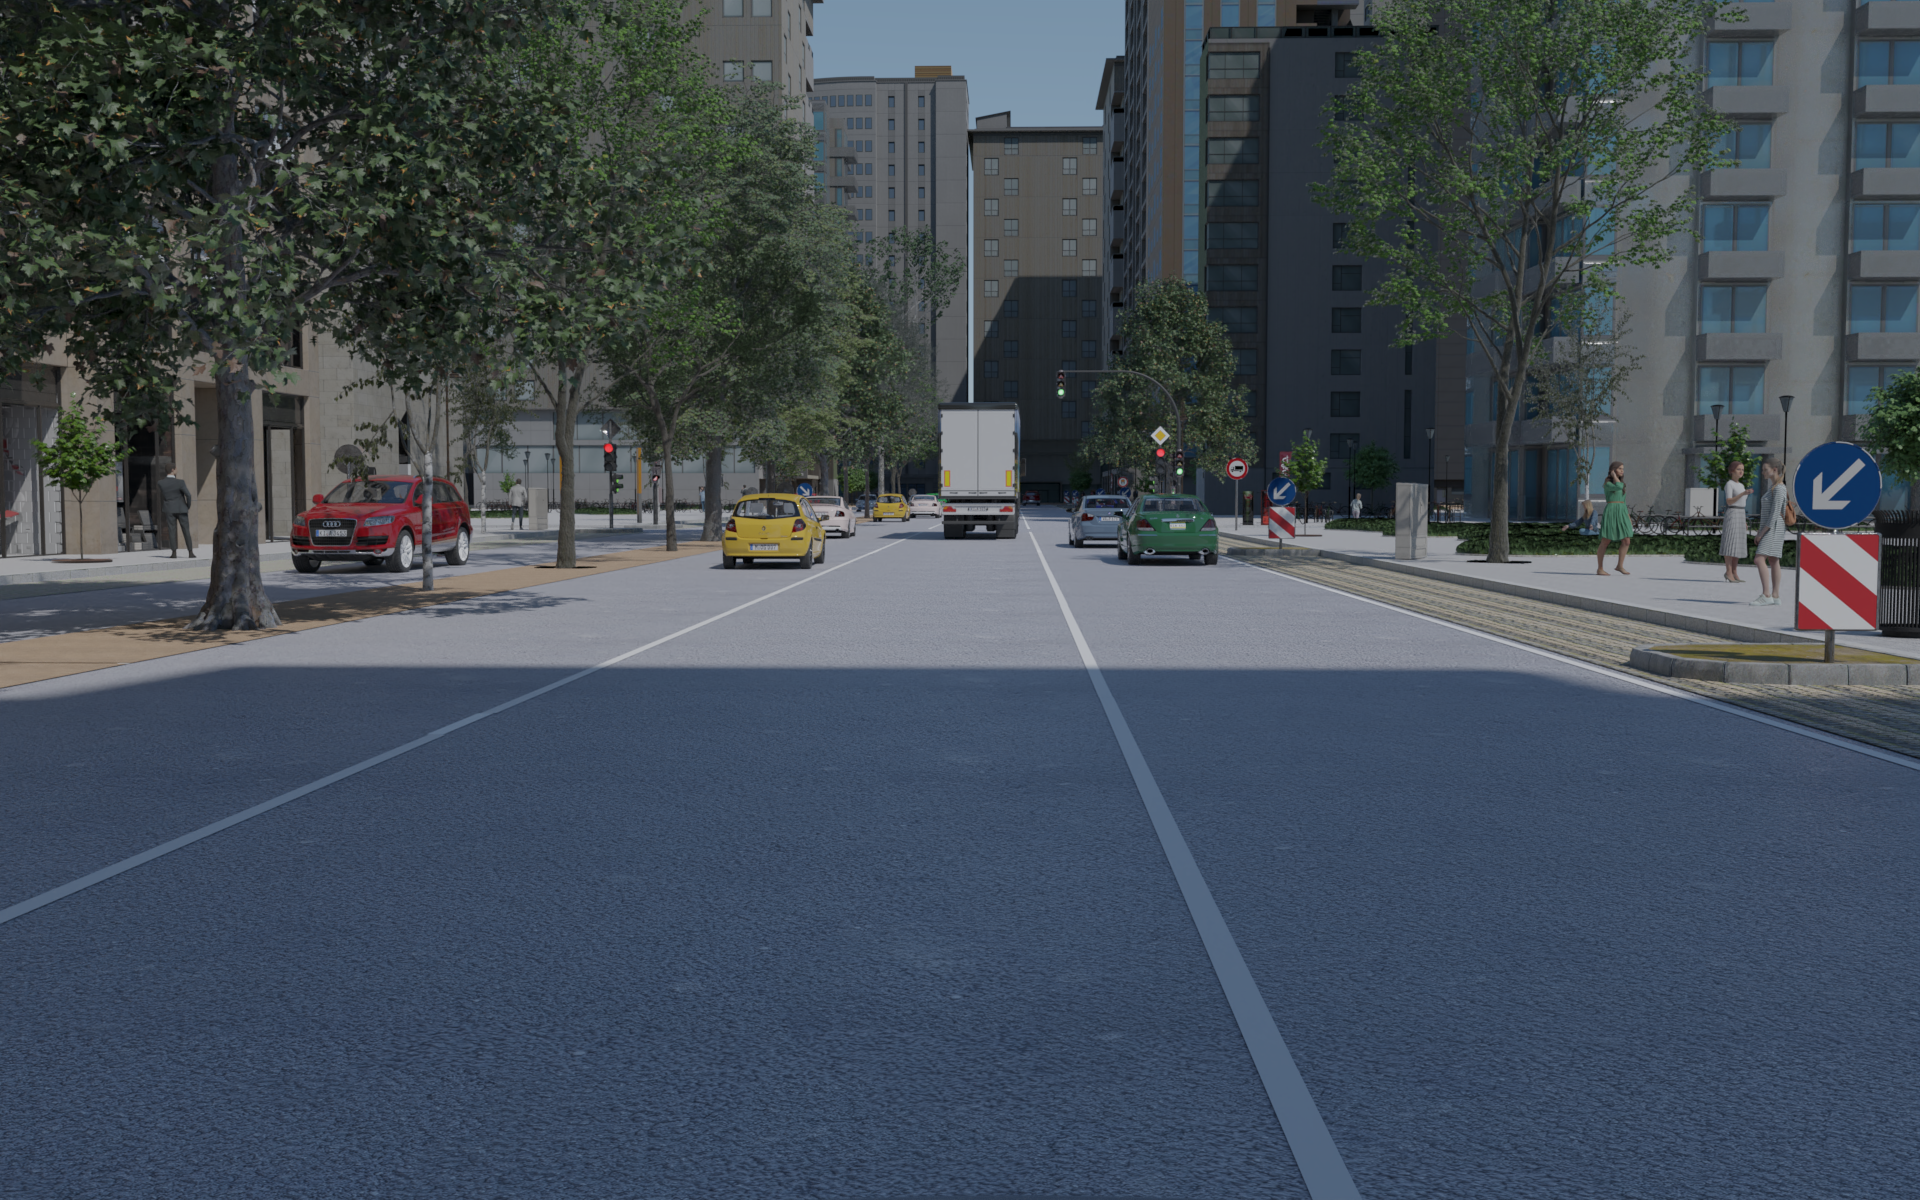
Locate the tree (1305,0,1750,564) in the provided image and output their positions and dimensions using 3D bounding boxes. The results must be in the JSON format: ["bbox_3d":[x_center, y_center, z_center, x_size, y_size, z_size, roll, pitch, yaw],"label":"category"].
[{"bbox_3d":[10.179,-6.487,31.822,9.928,11.665,9.643,0,3,0],"label":"tree"}]

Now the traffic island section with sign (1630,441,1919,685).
[{"bbox_3d":[6.528,-0.319,13.840,1.989,1.847,2.006,0,4,2],"label":"traffic island section with sign"}]

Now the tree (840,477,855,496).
[{"bbox_3d":[-11.927,-11.518,182.916,1.663,3.219,1.824,0,3,0],"label":"tree"}]

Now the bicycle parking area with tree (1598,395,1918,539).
[{"bbox_3d":[24.322,-4.039,53.040,9.016,4.147,8.231,1,4,16],"label":"bicycle parking area with tree"}]

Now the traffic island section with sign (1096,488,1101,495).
[{"bbox_3d":[9.870,-7.016,123.344,1.989,1.847,2.006,0,4,2],"label":"traffic island section with sign"}]

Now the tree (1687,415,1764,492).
[{"bbox_3d":[18.917,-2.919,42.325,1.663,3.219,1.824,0,3,0],"label":"tree"}]

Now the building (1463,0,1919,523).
[{"bbox_3d":[40.301,-28.411,84.127,30.456,49.044,23.786,0,4,2],"label":"building"}]

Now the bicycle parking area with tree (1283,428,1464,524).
[{"bbox_3d":[17.689,-5.392,75.156,8.231,4.147,9.016,1,4,21],"label":"bicycle parking area with tree"}]

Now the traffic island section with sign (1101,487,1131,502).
[{"bbox_3d":[9.046,-5.368,96.401,1.989,1.847,2.006,0,4,2],"label":"traffic island section with sign"}]

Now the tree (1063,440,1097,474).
[{"bbox_3d":[15.759,-16.765,224.465,4.737,8.622,4.395,0,3,0],"label":"tree"}]

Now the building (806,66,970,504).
[{"bbox_3d":[-12.868,-42.813,241.999,28.212,58.520,21.231,0,4,2],"label":"building"}]

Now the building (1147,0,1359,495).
[{"bbox_3d":[21.823,-29.514,132.658,14.600,45.320,14.200,0,4,2],"label":"building"}]

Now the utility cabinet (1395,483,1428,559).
[{"bbox_3d":[8.926,-1.559,34.174,0.318,1.500,1.173,2,4,31],"label":"utility cabinet"}]

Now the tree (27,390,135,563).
[{"bbox_3d":[-16.611,-2.313,32.415,1.663,3.219,1.824,0,3,0],"label":"tree"}]

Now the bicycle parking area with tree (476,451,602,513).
[{"bbox_3d":[-28.834,-8.072,118.975,9.016,4.147,8.231,1,4,14],"label":"bicycle parking area with tree"}]

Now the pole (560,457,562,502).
[{"bbox_3d":[-16.501,-4.772,71.868,0.158,3.312,0.155,0,3,0],"label":"pole"}]

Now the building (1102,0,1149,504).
[{"bbox_3d":[25.845,-45.452,181.395,20.563,71.187,20.611,0,4,2],"label":"building"}]

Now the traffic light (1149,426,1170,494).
[{"bbox_3d":[8.251,-5.060,71.647,0.839,4.253,0.868,0,4,2],"label":"traffic light"}]

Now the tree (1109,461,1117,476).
[{"bbox_3d":[13.965,-12.236,150.426,4.360,8.622,3.978,0,3,0],"label":"tree"}]

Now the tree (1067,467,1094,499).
[{"bbox_3d":[14.563,-13.825,209.752,4.285,4.588,4.351,0,3,0],"label":"tree"}]

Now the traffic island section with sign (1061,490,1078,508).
[{"bbox_3d":[11.403,-10.082,173.467,1.989,1.847,2.006,0,4,2],"label":"traffic island section with sign"}]

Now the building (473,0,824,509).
[{"bbox_3d":[-28.147,-34.993,161.379,28.713,52.752,27.495,0,4,2],"label":"building"}]

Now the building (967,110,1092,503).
[{"bbox_3d":[15.124,-40.188,246.307,27.495,52.752,28.713,0,4,2],"label":"building"}]

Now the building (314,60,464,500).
[{"bbox_3d":[-26.592,-12.398,57.463,16.860,20.320,10.420,0,4,2],"label":"building"}]

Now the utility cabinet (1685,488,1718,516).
[{"bbox_3d":[27.307,-3.372,63.804,1.173,1.500,0.318,-1,4,-13],"label":"utility cabinet"}]

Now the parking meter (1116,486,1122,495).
[{"bbox_3d":[11.720,-7.453,127.560,0.399,1.863,0.255,3,4,36],"label":"parking meter"}]

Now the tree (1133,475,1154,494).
[{"bbox_3d":[11.720,-6.875,107.008,1.663,3.219,1.824,0,3,0],"label":"tree"}]

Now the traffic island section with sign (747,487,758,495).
[{"bbox_3d":[-11.651,-5.412,97.112,1.989,1.847,2.006,0,4,2],"label":"traffic island section with sign"}]

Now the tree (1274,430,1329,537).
[{"bbox_3d":[10.323,-3.536,52.408,1.663,3.219,1.824,0,3,0],"label":"tree"}]

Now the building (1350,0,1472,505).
[{"bbox_3d":[57.313,-47.053,207.569,20.611,71.187,20.563,0,4,2],"label":"building"}]

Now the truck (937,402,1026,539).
[{"bbox_3d":[0.789,-4.264,58.630,2.839,4.237,11.283,0,4,2],"label":"truck"}]

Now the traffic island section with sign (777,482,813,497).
[{"bbox_3d":[-6.352,-3.898,71.865,2.006,1.907,1.989,0,4,2],"label":"traffic island section with sign"}]

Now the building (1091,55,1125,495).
[{"bbox_3d":[31.001,-37.711,205.820,28.713,52.752,27.495,0,4,2],"label":"building"}]

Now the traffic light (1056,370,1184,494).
[{"bbox_3d":[5.914,-5.439,63.588,4.771,5.953,1.251,0,4,2],"label":"traffic light"}]

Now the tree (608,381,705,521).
[{"bbox_3d":[-14.777,-8.125,83.198,4.360,8.622,3.978,0,3,0],"label":"tree"}]

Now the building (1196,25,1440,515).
[{"bbox_3d":[22.072,-20.751,110.981,14.160,30.474,14.107,0,4,2],"label":"building"}]

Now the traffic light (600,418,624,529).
[{"bbox_3d":[-12.944,-4.610,64.286,0.839,4.253,0.868,0,4,2],"label":"traffic light"}]

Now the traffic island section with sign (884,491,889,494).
[{"bbox_3d":[-8.496,-11.769,201.049,1.989,1.847,2.006,0,4,2],"label":"traffic island section with sign"}]

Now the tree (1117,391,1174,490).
[{"bbox_3d":[11.516,-9.196,100.713,4.360,8.622,3.978,0,3,0],"label":"tree"}]

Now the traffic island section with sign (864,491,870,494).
[{"bbox_3d":[-9.308,-10.121,174.106,1.989,1.847,2.006,0,4,2],"label":"traffic island section with sign"}]

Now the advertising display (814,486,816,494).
[{"bbox_3d":[-12.240,-8.645,146.554,0.123,1.923,0.974,-1,4,-8],"label":"advertising display"}]

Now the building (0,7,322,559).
[{"bbox_3d":[-27.937,-13.850,30.963,19.350,26.468,34.151,0,4,2],"label":"building"}]

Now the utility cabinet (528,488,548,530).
[{"bbox_3d":[-14.971,-3.232,61.522,0.318,1.500,1.173,0,4,6],"label":"utility cabinet"}]

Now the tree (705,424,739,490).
[{"bbox_3d":[-14.833,-9.306,102.513,4.360,8.622,3.978,0,3,0],"label":"tree"}]

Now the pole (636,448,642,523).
[{"bbox_3d":[-14.159,-5.050,76.415,0.158,3.312,0.155,0,3,0],"label":"pole"}]

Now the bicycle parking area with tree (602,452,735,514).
[{"bbox_3d":[-19.402,-8.011,117.989,8.231,4.147,9.016,-1,4,-20],"label":"bicycle parking area with tree"}]

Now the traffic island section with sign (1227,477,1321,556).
[{"bbox_3d":[7.346,-1.967,40.783,1.989,1.847,2.006,0,4,2],"label":"traffic island section with sign"}]

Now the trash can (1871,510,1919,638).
[{"bbox_3d":[8.562,-0.240,15.576,0.748,1.137,0.748,0,3,0],"label":"trash can"}]

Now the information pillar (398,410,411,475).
[{"bbox_3d":[-15.427,-3.475,48.166,0.504,3.616,0.183,3,5,42],"label":"information pillar"}]

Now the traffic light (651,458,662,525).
[{"bbox_3d":[-10.607,-5.968,72.239,4.771,5.953,1.251,0,4,2],"label":"traffic light"}]

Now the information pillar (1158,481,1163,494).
[{"bbox_3d":[11.368,-5.737,98.289,0.304,2.012,0.304,0,4,3],"label":"information pillar"}]

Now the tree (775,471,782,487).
[{"bbox_3d":[-14.017,-10.885,128.331,4.360,8.622,3.978,0,3,0],"label":"tree"}]

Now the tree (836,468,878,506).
[{"bbox_3d":[-11.577,-12.914,194.849,4.285,4.588,4.351,0,3,0],"label":"tree"}]

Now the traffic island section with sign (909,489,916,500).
[{"bbox_3d":[-4.073,-8.491,146.970,2.006,1.907,1.989,0,4,2],"label":"traffic island section with sign"}]

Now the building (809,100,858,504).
[{"bbox_3d":[-27.915,-36.116,210.107,30.456,49.044,23.786,0,4,2],"label":"building"}]

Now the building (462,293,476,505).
[{"bbox_3d":[-67.603,-47.323,211.989,20.611,71.187,20.563,0,4,2],"label":"building"}]

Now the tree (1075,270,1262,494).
[{"bbox_3d":[10.703,-10.521,89.030,9.611,12.733,9.660,0,3,0],"label":"tree"}]

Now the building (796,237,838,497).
[{"bbox_3d":[-20.628,-25.154,182.965,14.160,30.474,14.107,0,4,2],"label":"building"}]
